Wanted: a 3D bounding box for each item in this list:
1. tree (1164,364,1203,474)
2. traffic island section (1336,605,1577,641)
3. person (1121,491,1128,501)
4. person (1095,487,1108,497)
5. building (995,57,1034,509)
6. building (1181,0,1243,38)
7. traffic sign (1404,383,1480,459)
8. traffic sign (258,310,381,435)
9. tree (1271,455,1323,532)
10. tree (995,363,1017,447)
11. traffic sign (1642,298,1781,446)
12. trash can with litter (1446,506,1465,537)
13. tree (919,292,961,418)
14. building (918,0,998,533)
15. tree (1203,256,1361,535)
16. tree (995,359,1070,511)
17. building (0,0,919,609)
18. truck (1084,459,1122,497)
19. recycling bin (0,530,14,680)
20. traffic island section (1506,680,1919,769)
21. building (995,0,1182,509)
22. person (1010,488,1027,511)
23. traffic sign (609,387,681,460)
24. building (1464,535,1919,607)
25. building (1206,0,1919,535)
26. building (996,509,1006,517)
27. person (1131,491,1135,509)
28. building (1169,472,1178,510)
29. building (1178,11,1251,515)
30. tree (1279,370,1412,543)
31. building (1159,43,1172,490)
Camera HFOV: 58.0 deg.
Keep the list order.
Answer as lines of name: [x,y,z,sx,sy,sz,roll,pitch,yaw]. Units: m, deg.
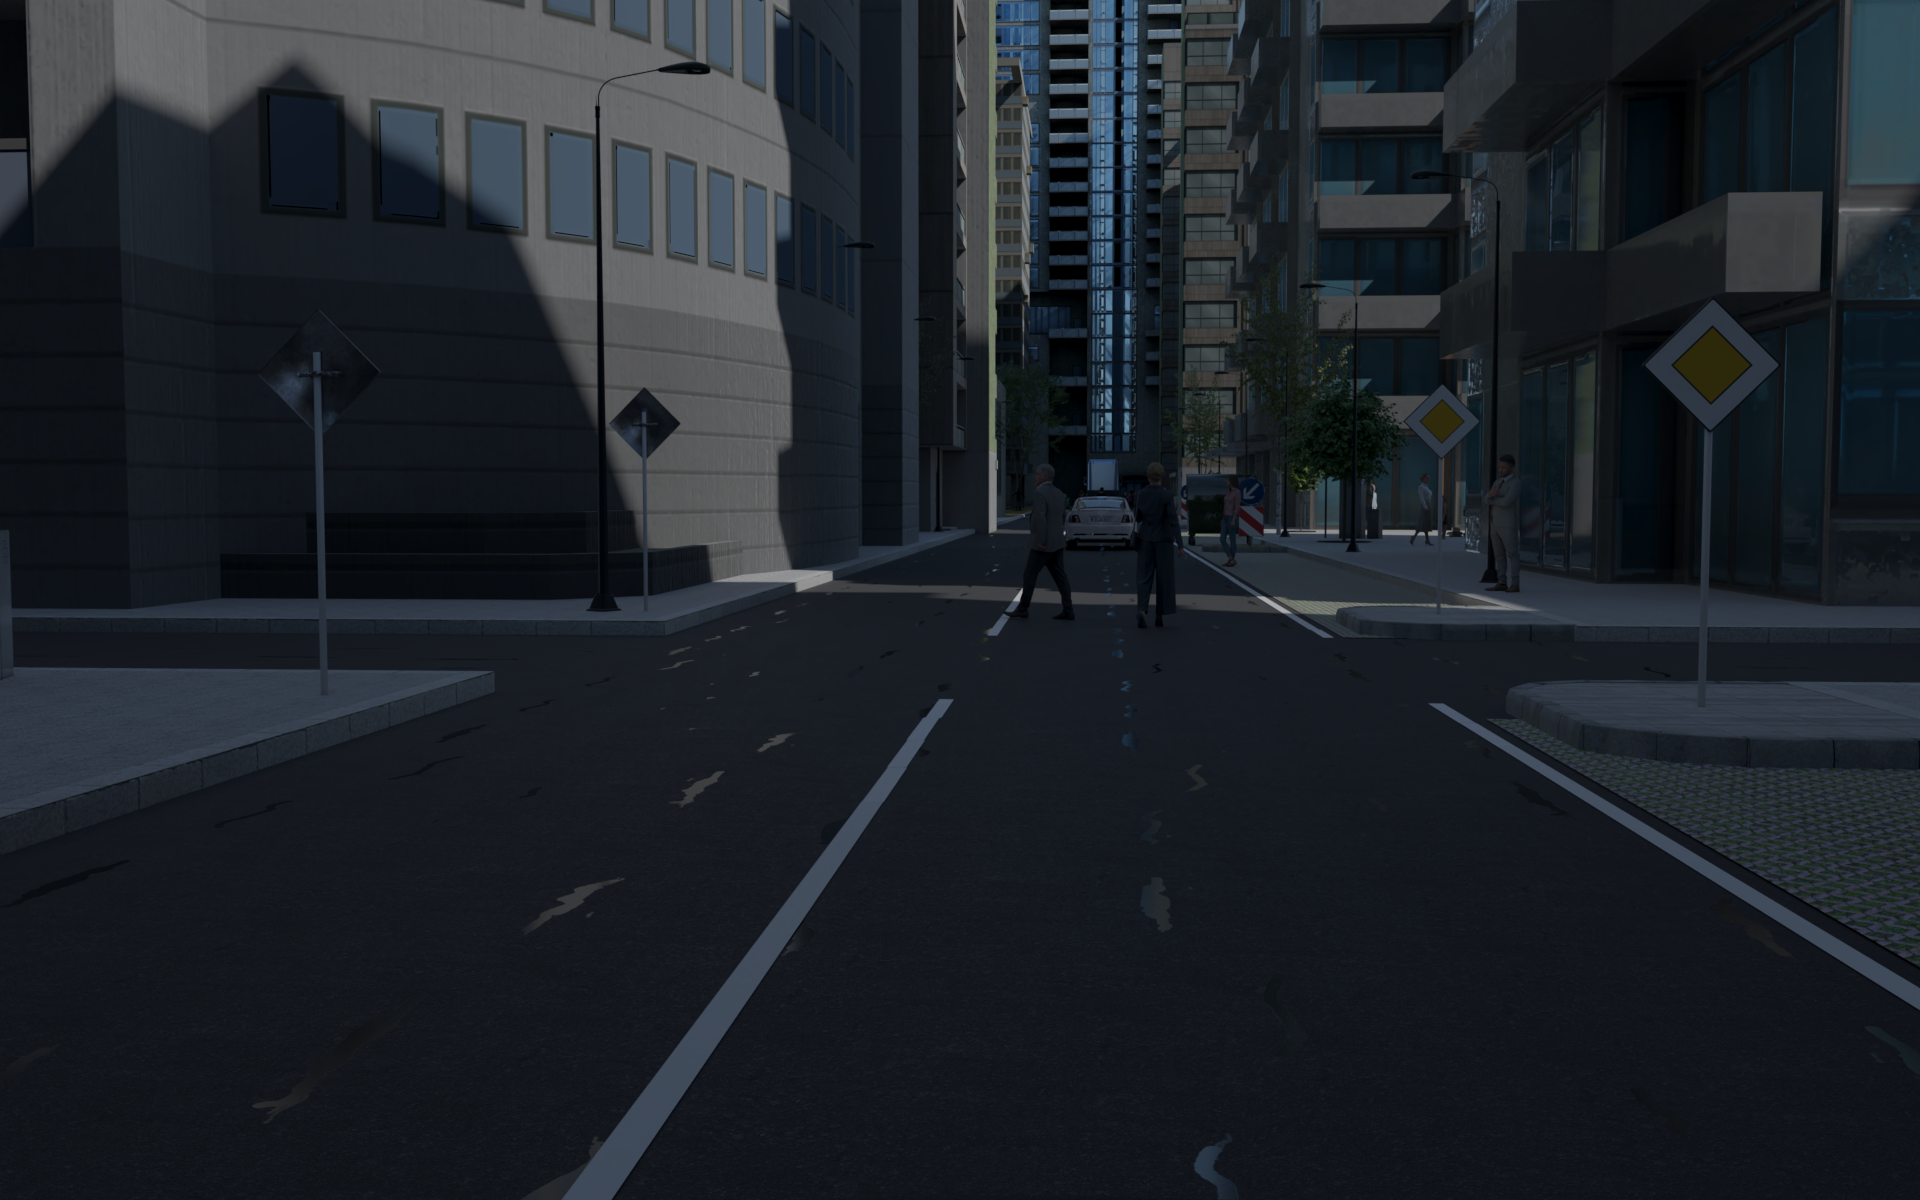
tree: [13.546,-8.974,97.083,4.737,8.622,4.395,0,3,0]
traffic island section: [5.126,0.238,18.394,2.009,0.180,2.903,0,4,4]
person: [15.106,-9.144,158.804,0.445,1.727,0.742,3,5,42]
person: [8.788,-6.054,107.119,1.348,1.869,0.705,2,4,27]
building: [-5.616,-28.268,154.070,23.993,40.220,32.217,0,4,4]
building: [22.484,-26.821,122.115,14.154,41.232,14.086,0,4,4]
traffic sign: [5.102,-0.986,18.313,0.795,2.593,0.064,0,4,4]
traffic sign: [-4.078,-0.541,11.029,0.795,2.593,0.064,0,4,4]
tree: [11.560,-3.885,58.127,1.663,3.219,1.824,0,3,0]
tree: [0.859,-8.566,90.412,4.360,8.622,3.978,0,3,0]
traffic sign: [4.489,-0.499,10.351,0.795,2.593,0.064,0,4,4]
trash can with litter: [15.108,-2.466,51.700,1.055,1.170,0.624,0,4,-8]
tree: [-2.386,-6.176,51.335,4.360,8.622,3.978,0,3,0]
building: [-6.081,-23.083,60.994,14.154,41.232,14.086,0,4,4]
tree: [10.319,-6.371,54.531,4.737,8.622,4.395,0,3,0]
tree: [4.597,-12.651,132.597,9.928,11.665,9.643,0,3,0]
building: [-12.641,-29.957,31.790,21.231,58.520,28.212,0,4,4]
truck: [10.606,-8.453,127.967,2.967,4.110,18.799,0,4,4]
recycling bin: [-6.960,0.044,11.827,0.722,1.027,0.722,-1,4,-15]
traffic island section: [4.513,0.725,10.432,2.009,0.180,2.903,0,4,4]
building: [14.812,-53.408,185.893,31.000,86.520,22.319,0,4,4]
person: [4.350,-7.465,128.921,1.217,1.723,0.721,0,4,6]
traffic sign: [-3.465,-1.028,18.990,0.795,2.593,0.064,0,4,4]
building: [23.351,-24.907,26.844,30.456,49.044,23.786,0,4,4]
building: [23.039,-27.709,72.657,23.786,49.044,30.456,0,4,4]
building: [-7.956,-48.709,109.060,22.319,86.520,31.000,0,4,4]
person: [16.203,-9.321,161.577,1.217,1.739,0.721,-3,4,-36]
building: [33.585,-27.445,140.615,32.217,40.220,23.993,0,4,4]
building: [20.626,-20.542,107.564,14.160,30.474,14.107,0,4,4]
tree: [10.277,-3.804,45.913,4.285,4.588,4.351,0,3,0]
building: [25.538,-29.171,160.547,14.154,41.232,14.086,0,4,4]
